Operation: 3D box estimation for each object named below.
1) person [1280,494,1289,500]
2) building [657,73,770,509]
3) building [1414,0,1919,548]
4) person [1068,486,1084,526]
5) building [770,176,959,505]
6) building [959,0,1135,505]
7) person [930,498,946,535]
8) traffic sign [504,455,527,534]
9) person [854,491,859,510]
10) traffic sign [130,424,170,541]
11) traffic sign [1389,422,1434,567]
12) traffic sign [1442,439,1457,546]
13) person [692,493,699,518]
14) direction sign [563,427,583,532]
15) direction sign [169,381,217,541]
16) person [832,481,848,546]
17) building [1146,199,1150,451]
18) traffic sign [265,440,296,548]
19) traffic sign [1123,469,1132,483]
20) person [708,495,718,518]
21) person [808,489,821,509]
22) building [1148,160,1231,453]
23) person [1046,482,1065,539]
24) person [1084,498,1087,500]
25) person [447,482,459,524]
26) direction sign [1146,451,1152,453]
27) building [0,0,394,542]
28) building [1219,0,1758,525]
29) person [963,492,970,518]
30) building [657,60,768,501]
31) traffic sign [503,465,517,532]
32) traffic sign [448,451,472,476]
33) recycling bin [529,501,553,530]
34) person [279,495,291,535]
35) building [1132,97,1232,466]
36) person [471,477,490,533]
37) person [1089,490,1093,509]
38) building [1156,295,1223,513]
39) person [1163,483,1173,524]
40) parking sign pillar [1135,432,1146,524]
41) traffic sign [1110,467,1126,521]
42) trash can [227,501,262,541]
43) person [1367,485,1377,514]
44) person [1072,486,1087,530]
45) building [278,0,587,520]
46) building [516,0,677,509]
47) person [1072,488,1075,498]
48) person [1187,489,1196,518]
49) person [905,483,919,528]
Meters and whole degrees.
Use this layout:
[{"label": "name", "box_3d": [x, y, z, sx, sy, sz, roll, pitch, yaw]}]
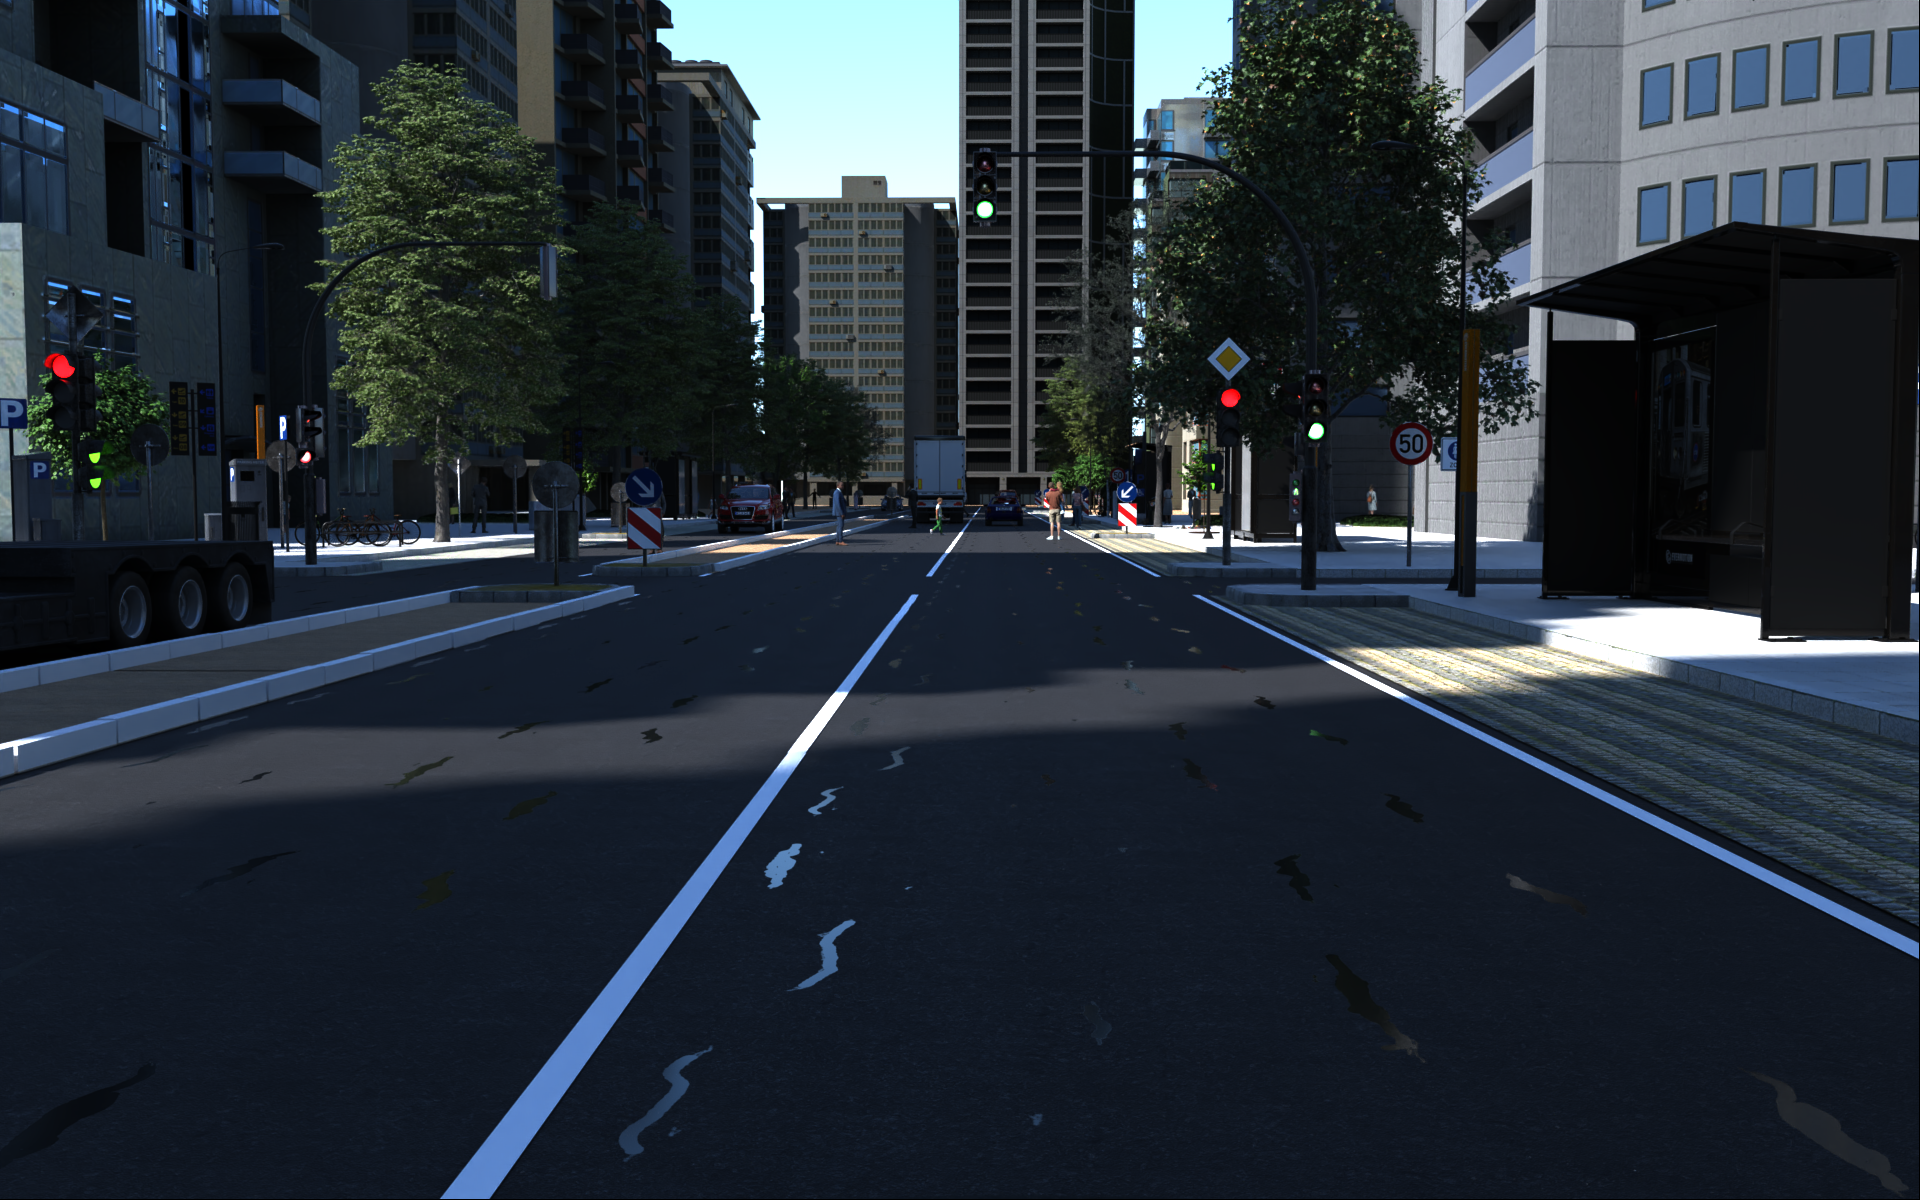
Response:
[{"label": "person", "box_3d": [14.141, -4.248, 75.694, 0.606, 1.804, 0.583, -2, 4, -32]}, {"label": "building", "box_3d": [-31.754, -28.531, 158.367, 23.993, 40.220, 32.217, 0, 4, 1]}, {"label": "building", "box_3d": [29.449, -30.987, 48.631, 28.212, 58.520, 21.231, 0, 4, 1]}, {"label": "person", "box_3d": [5.237, -4.206, 77.446, 0.721, 1.800, 0.419, 3, 5, 42]}, {"label": "building", "box_3d": [-11.881, -31.938, 214.075, 23.993, 40.220, 32.217, 0, 4, 1]}, {"label": "building", "box_3d": [10.314, -46.983, 206.430, 20.611, 71.187, 20.563, 0, 4, 1]}, {"label": "person", "box_3d": [-0.766, -2.895, 60.086, 0.590, 1.304, 0.306, -1, 4, -16]}, {"label": "traffic sign", "box_3d": [-14.430, -3.431, 56.209, 0.768, 2.556, 0.104, 0, 4, 3]}, {"label": "person", "box_3d": [-9.196, -8.825, 153.461, 0.551, 1.740, 0.621, 1, 4, 18]}, {"label": "traffic sign", "box_3d": [-14.674, -1.913, 31.376, 0.768, 2.556, 0.104, 0, 4, 8]}, {"label": "traffic sign", "box_3d": [7.954, -1.866, 30.609, 0.768, 2.556, 0.104, 0, 4, 5]}, {"label": "traffic sign", "box_3d": [8.987, -1.786, 31.332, 0.606, 2.300, 0.079, 0, 4, 5]}, {"label": "person", "box_3d": [-13.958, -5.181, 91.012, 0.793, 1.790, 0.793, 1, 4, 13]}, {"label": "direction sign", "box_3d": [-13.151, -4.091, 58.883, 0.876, 3.537, 0.379, 2, 4, 30]}, {"label": "direction sign", "box_3d": [-15.551, -2.641, 35.179, 0.876, 3.537, 0.379, -3, 5, -39]}, {"label": "person", "box_3d": [-3.359, -2.432, 48.444, 0.419, 1.800, 0.721, 0, 4, -8]}, {"label": "building", "box_3d": [24.821, -24.173, 166.933, 14.160, 30.474, 14.107, 0, 4, 1]}, {"label": "traffic sign", "box_3d": [-16.036, -2.496, 40.919, 0.768, 2.556, 0.104, 0, 4, 3]}, {"label": "traffic sign", "box_3d": [8.644, -5.407, 88.512, 0.768, 2.556, 0.104, 1, 4, 9]}, {"label": "person", "box_3d": [-13.040, -4.915, 91.412, 0.505, 1.210, 0.382, -3, 5, -40]}, {"label": "person", "box_3d": [-12.606, -8.760, 149.793, 1.217, 1.766, 0.721, -2, 4, -26]}, {"label": "building", "box_3d": [24.675, -23.299, 152.643, 14.160, 30.474, 14.107, 0, 4, 1]}, {"label": "person", "box_3d": [3.042, -2.828, 54.720, 0.580, 1.828, 0.573, -3, 5, -39]}, {"label": "person", "box_3d": [8.105, -6.636, 114.629, 0.705, 1.812, 1.348, -1, 4, -14]}, {"label": "person", "box_3d": [-21.696, -4.134, 73.855, 0.699, 1.804, 1.509, -1, 4, -12]}, {"label": "direction sign", "box_3d": [9.644, -6.066, 91.168, 0.876, 3.537, 0.379, -1, 4, -10]}, {"label": "building", "box_3d": [-33.128, -45.375, 54.547, 22.319, 86.520, 31.000, 0, 4, 1]}, {"label": "building", "box_3d": [24.982, -33.569, 90.851, 21.231, 58.520, 28.212, 0, 4, 1]}, {"label": "person", "box_3d": [0.212, -5.907, 105.177, 0.850, 1.850, 0.679, -2, 4, -26]}, {"label": "building", "box_3d": [-37.660, -38.084, 211.914, 27.495, 52.752, 28.713, 0, 4, 1]}, {"label": "traffic sign", "box_3d": [-14.952, -3.545, 58.064, 0.768, 2.556, 0.104, 1, 4, 8]}, {"label": "traffic sign", "box_3d": [-15.199, -3.229, 52.533, 0.795, 2.593, 0.064, 0, 4, 5]}, {"label": "recycling bin", "box_3d": [-14.871, -2.992, 61.479, 0.722, 1.027, 0.722, -2, 4, -28]}, {"label": "person", "box_3d": [-21.310, -2.691, 54.727, 0.352, 1.250, 0.332, -2, 4, -24]}, {"label": "building", "box_3d": [35.927, -36.039, 208.845, 30.456, 49.044, 23.786, 0, 4, 1]}, {"label": "person", "box_3d": [-15.849, -3.140, 57.194, 0.655, 1.846, 0.447, 0, 4, -8]}, {"label": "person", "box_3d": [11.494, -8.777, 149.505, 1.348, 1.831, 0.705, 2, 4, 35]}, {"label": "building", "box_3d": [30.041, -17.482, 130.868, 27.650, 21.520, 28.899, 0, 4, 1]}, {"label": "person", "box_3d": [8.982, -4.187, 75.063, 0.480, 1.755, 0.524, -1, 4, -22]}, {"label": "parking sign pillar", "box_3d": [7.744, -5.238, 74.111, 1.447, 3.967, 1.447, 0, 4, 8]}, {"label": "traffic sign", "box_3d": [7.549, -5.062, 82.875, 0.768, 2.556, 0.104, 0, 4, 2]}, {"label": "trash can", "box_3d": [-14.139, -1.375, 34.130, 0.748, 1.137, 0.748, 0, 3, 0]}, {"label": "person", "box_3d": [18.450, -4.320, 77.685, 0.512, 1.701, 0.522, 3, 4, 37]}, {"label": "person", "box_3d": [4.757, -3.693, 69.469, 0.593, 1.750, 0.643, 2, 4, 23]}, {"label": "building", "box_3d": [-37.082, -24.439, 91.465, 32.217, 40.220, 23.993, 0, 4, 1]}, {"label": "building", "box_3d": [-32.411, -28.592, 122.107, 22.147, 44.769, 28.867, 0, 4, 1]}, {"label": "person", "box_3d": [10.717, -9.555, 162.345, 0.705, 1.814, 1.350, -1, 4, -18]}, {"label": "person", "box_3d": [12.215, -5.167, 91.075, 0.519, 1.759, 0.362, -1, 4, -12]}, {"label": "person", "box_3d": [-2.035, -3.980, 72.939, 0.474, 1.900, 0.648, 1, 4, 16]}]
